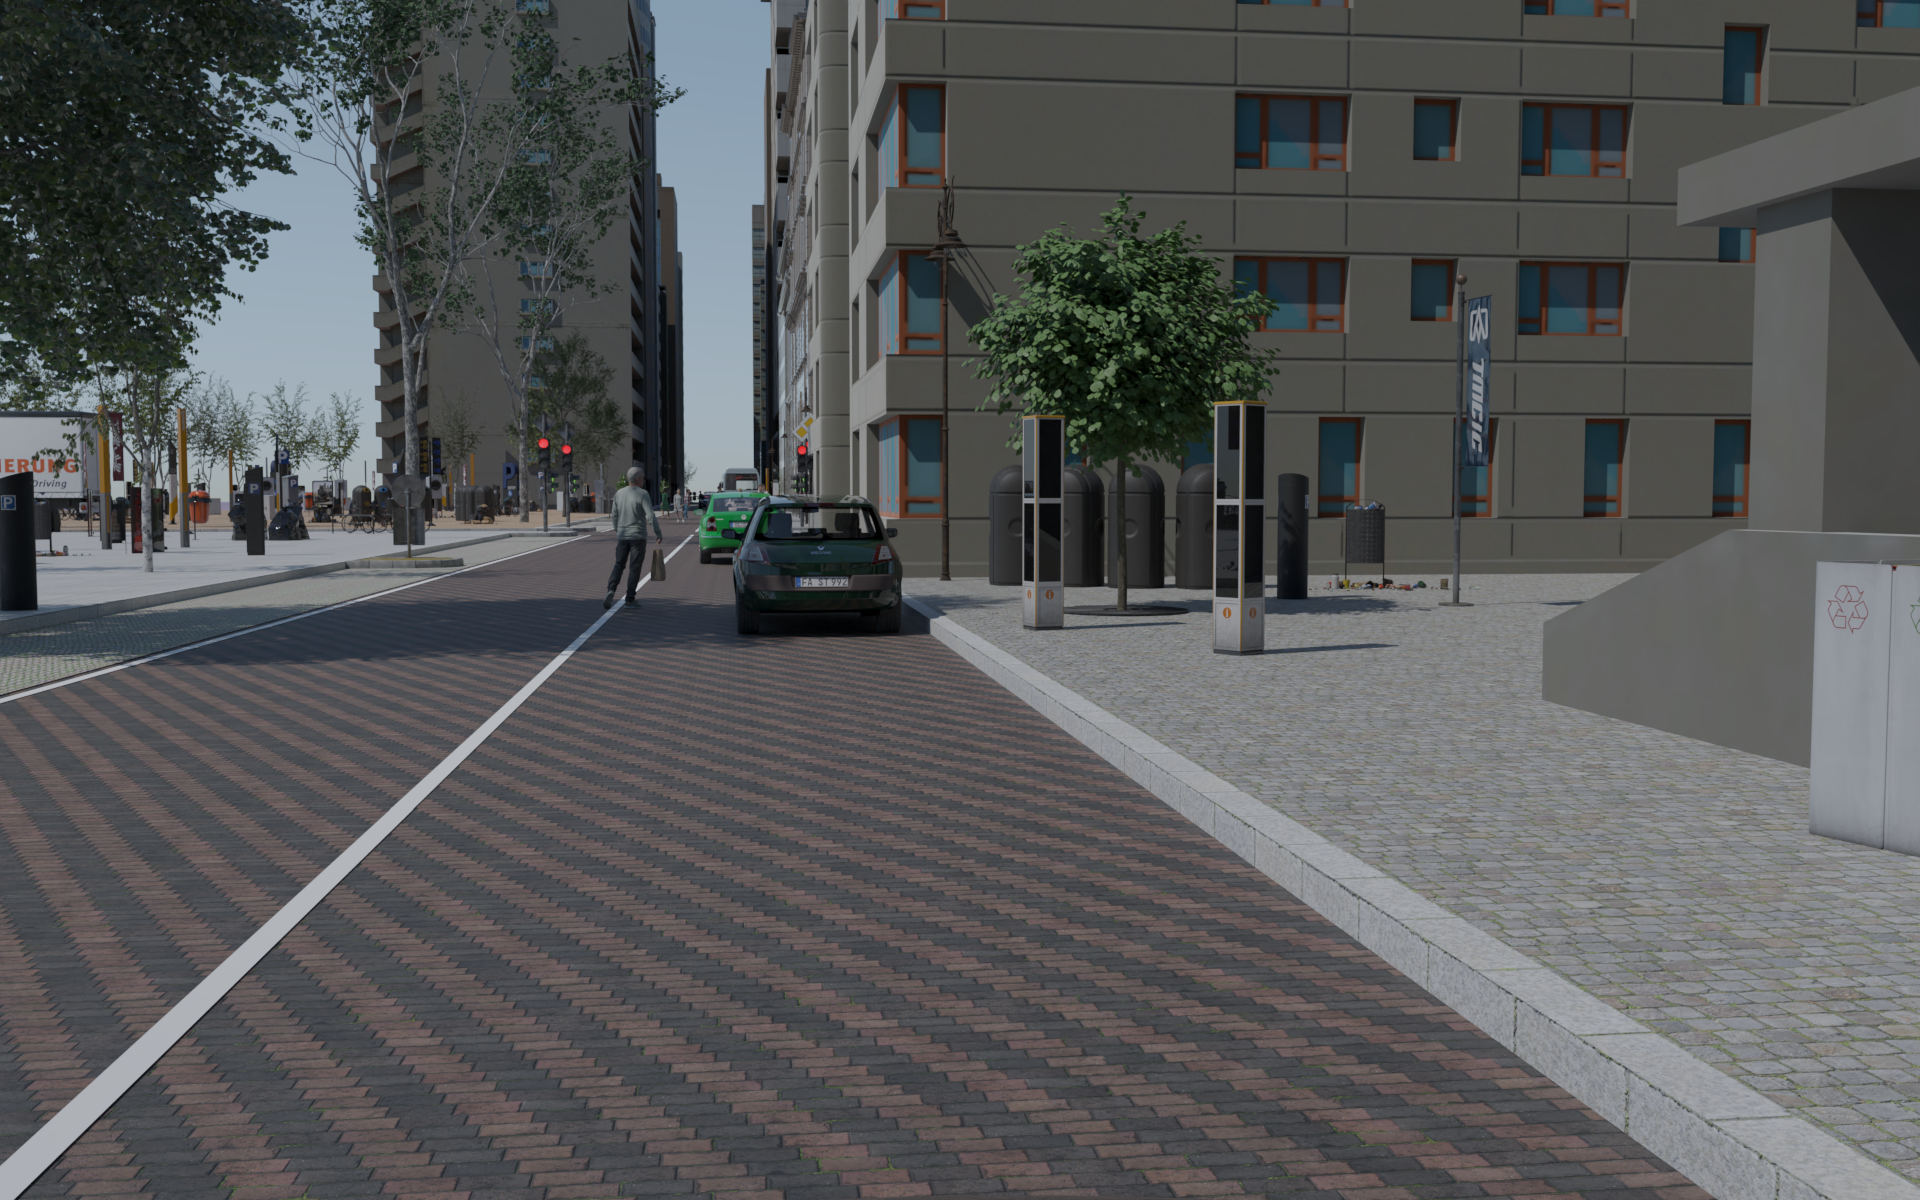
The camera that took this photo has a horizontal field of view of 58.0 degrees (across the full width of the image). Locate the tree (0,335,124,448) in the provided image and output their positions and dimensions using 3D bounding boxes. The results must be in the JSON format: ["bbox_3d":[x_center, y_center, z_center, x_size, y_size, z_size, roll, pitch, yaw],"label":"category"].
[{"bbox_3d":[-40.190,-7.689,76.077,4.737,8.622,4.395,0,3,0],"label":"tree"}]

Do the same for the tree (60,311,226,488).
[{"bbox_3d":[-31.439,-7.127,66.890,4.737,8.622,4.395,0,3,0],"label":"tree"}]

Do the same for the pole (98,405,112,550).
[{"bbox_3d":[-19.718,-2.819,39.933,0.158,3.312,0.155,0,3,0],"label":"pole"}]

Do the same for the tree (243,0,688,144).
[{"bbox_3d":[-14.622,-11.810,48.978,12.611,20.169,13.585,0,3,0],"label":"tree"}]

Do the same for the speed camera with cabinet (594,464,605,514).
[{"bbox_3d":[-23.725,-7.320,114.022,0.660,3.252,2.038,0,4,-8],"label":"speed camera with cabinet"}]

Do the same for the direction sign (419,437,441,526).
[{"bbox_3d":[-21.196,-4.730,69.339,0.876,3.537,0.379,-3,4,-37],"label":"direction sign"}]

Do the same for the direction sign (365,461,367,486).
[{"bbox_3d":[-40.220,-7.660,117.239,0.379,3.537,0.876,-2,4,-24],"label":"direction sign"}]

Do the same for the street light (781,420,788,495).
[{"bbox_3d":[-10.937,-8.273,108.054,0.468,5.910,1.993,0,4,-7],"label":"street light"}]

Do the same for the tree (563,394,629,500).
[{"bbox_3d":[-25.442,-10.535,122.615,4.360,8.622,3.978,0,3,0],"label":"tree"}]

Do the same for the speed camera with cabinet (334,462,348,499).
[{"bbox_3d":[-37.035,-6.807,105.623,2.038,3.252,0.660,-1,4,-9],"label":"speed camera with cabinet"}]

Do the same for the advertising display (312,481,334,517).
[{"bbox_3d":[-30.298,-4.720,82.384,0.974,1.923,0.123,0,4,-2],"label":"advertising display"}]

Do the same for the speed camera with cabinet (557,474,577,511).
[{"bbox_3d":[-29.334,-8.256,129.323,0.660,3.252,2.038,1,4,18],"label":"speed camera with cabinet"}]

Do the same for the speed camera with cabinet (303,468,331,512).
[{"bbox_3d":[-47.053,-8.107,126.889,2.038,3.252,0.660,-2,4,-23],"label":"speed camera with cabinet"}]

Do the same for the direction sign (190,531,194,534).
[{"bbox_3d":[-24.726,-3.874,55.341,0.379,3.537,0.876,-2,4,-28],"label":"direction sign"}]

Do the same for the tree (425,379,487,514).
[{"bbox_3d":[-32.451,-9.837,111.190,4.360,8.622,3.978,0,3,0],"label":"tree"}]

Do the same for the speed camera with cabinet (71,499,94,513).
[{"bbox_3d":[-54.114,-6.902,107.177,0.660,3.252,2.038,1,4,12],"label":"speed camera with cabinet"}]

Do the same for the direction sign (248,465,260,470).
[{"bbox_3d":[-54.634,-8.687,134.036,0.876,3.537,0.379,-1,4,-8],"label":"direction sign"}]

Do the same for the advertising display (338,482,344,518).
[{"bbox_3d":[-33.343,-5.388,93.313,0.123,1.923,0.974,-1,4,-11],"label":"advertising display"}]

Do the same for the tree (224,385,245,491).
[{"bbox_3d":[-48.754,-10.177,116.748,4.737,8.622,4.395,0,3,0],"label":"tree"}]

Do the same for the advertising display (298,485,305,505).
[{"bbox_3d":[-48.945,-7.517,128.120,0.974,1.923,0.123,-2,4,-25],"label":"advertising display"}]

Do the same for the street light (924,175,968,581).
[{"bbox_3d":[-0.214,-3.224,25.494,0.468,5.910,1.993,0,4,-7],"label":"street light"}]

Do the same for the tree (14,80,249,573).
[{"bbox_3d":[-13.485,-4.767,28.302,4.360,8.622,3.978,0,3,0],"label":"tree"}]

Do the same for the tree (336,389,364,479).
[{"bbox_3d":[-43.527,-10.442,121.082,4.737,8.622,4.395,0,3,0],"label":"tree"}]

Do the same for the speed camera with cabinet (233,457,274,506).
[{"bbox_3d":[-37.876,-6.022,92.790,2.038,3.252,0.660,-1,4,-17],"label":"speed camera with cabinet"}]

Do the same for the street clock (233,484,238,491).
[{"bbox_3d":[-54.319,-7.662,129.845,0.471,2.002,0.358,0,4,-4],"label":"street clock"}]

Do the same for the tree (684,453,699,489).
[{"bbox_3d":[-47.368,-21.234,297.532,4.360,8.622,3.978,0,3,0],"label":"tree"}]

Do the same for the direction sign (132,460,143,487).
[{"bbox_3d":[-53.835,-7.443,113.688,0.876,3.537,0.379,0,4,1],"label":"direction sign"}]

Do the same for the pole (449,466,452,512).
[{"bbox_3d":[-36.770,-8.024,125.036,0.158,3.312,0.155,0,3,0],"label":"pole"}]

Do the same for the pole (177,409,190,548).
[{"bbox_3d":[-18.596,-2.913,41.469,0.158,3.312,0.155,0,3,0],"label":"pole"}]

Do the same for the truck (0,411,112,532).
[{"bbox_3d":[-35.309,-4.298,59.183,11.283,4.237,2.839,0,4,-5],"label":"truck"}]

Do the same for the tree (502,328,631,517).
[{"bbox_3d":[-21.717,-9.894,96.174,7.601,10.594,8.767,-3,5,-42],"label":"tree"}]

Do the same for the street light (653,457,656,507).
[{"bbox_3d":[-31.290,-12.463,176.564,0.468,5.910,1.993,0,4,-7],"label":"street light"}]

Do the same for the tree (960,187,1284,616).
[{"bbox_3d":[1.734,-2.145,18.791,4.285,4.588,4.351,0,3,0],"label":"tree"}]

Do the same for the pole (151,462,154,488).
[{"bbox_3d":[-51.412,-7.122,110.287,0.158,3.312,0.155,0,3,0],"label":"pole"}]

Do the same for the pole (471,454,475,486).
[{"bbox_3d":[-24.769,-5.764,88.080,0.158,3.312,0.155,0,3,0],"label":"pole"}]

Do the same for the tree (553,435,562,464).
[{"bbox_3d":[-29.407,-11.255,134.375,4.360,8.622,3.978,0,3,0],"label":"tree"}]

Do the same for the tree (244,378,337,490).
[{"bbox_3d":[-42.649,-9.794,110.493,4.737,8.622,4.395,0,3,0],"label":"tree"}]

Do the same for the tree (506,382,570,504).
[{"bbox_3d":[-26.940,-9.880,111.902,4.737,8.622,4.395,0,3,0],"label":"tree"}]

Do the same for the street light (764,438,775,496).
[{"bbox_3d":[-16.439,-10.810,149.533,0.468,5.910,1.993,0,4,-7],"label":"street light"}]

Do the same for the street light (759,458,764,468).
[{"bbox_3d":[-20.704,-12.871,183.224,0.468,5.910,1.993,0,4,-7],"label":"street light"}]

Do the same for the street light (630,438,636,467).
[{"bbox_3d":[-26.976,-10.403,142.879,0.468,5.910,1.993,0,4,-7],"label":"street light"}]

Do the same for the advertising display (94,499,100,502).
[{"bbox_3d":[-63.110,-7.426,126.629,0.123,1.923,0.974,0,4,2],"label":"advertising display"}]

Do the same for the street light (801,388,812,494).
[{"bbox_3d":[-6.561,-6.188,73.969,0.468,5.910,1.993,0,4,-7],"label":"street light"}]

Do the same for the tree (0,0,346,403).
[{"bbox_3d":[-10.522,-6.684,15.938,9.857,13.997,8.962,0,3,0],"label":"tree"}]

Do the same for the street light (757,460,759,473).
[{"bbox_3d":[-25.075,-14.960,217.381,0.468,5.910,1.993,0,4,-7],"label":"street light"}]

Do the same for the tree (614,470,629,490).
[{"bbox_3d":[-27.297,-8.910,140.286,1.663,3.219,1.824,0,3,0],"label":"tree"}]

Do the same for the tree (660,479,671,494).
[{"bbox_3d":[-36.687,-13.467,214.792,1.663,3.219,1.824,0,3,0],"label":"tree"}]

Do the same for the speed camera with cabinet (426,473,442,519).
[{"bbox_3d":[-27.437,-5.735,88.109,2.038,3.252,0.660,-2,4,-33],"label":"speed camera with cabinet"}]

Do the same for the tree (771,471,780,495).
[{"bbox_3d":[-15.107,-9.176,144.632,1.663,3.219,1.824,0,3,0],"label":"tree"}]

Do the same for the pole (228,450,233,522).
[{"bbox_3d":[-33.392,-5.228,79.326,0.158,3.312,0.155,0,3,0],"label":"pole"}]

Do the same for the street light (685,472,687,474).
[{"bbox_3d":[-46.458,-19.624,293.638,0.468,5.910,1.993,0,4,-7],"label":"street light"}]

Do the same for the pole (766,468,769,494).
[{"bbox_3d":[-15.284,-8.783,137.444,0.158,3.312,0.155,0,3,0],"label":"pole"}]

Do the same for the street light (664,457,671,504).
[{"bbox_3d":[-35.898,-14.581,211.184,0.468,5.910,1.993,0,4,-7],"label":"street light"}]
